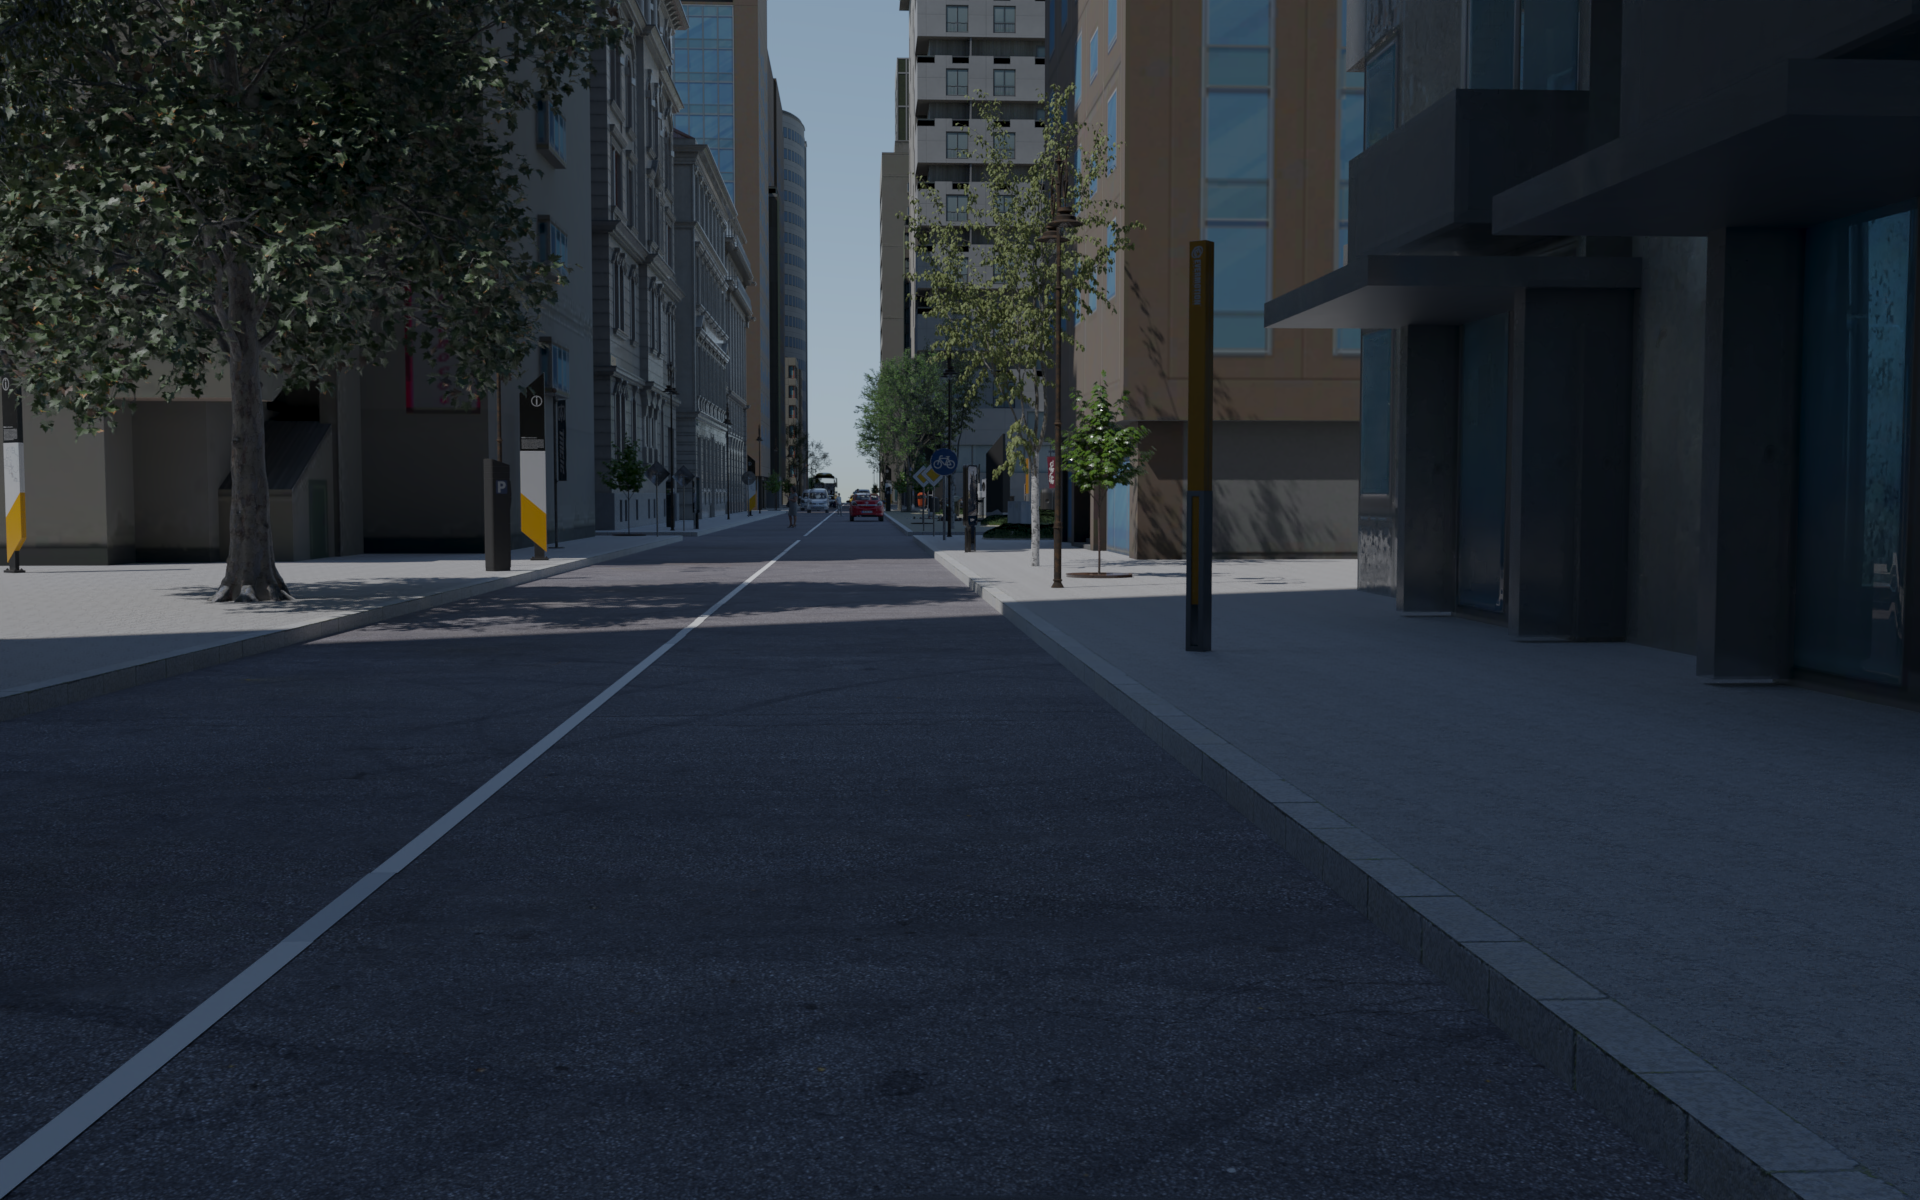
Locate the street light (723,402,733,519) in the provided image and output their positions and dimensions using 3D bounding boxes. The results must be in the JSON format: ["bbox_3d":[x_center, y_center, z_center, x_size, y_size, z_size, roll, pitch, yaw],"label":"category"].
[{"bbox_3d":[-11.691,-7.003,87.289,0.468,5.910,1.993,0,4,-3],"label":"street light"}]

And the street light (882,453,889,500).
[{"bbox_3d":[-6.645,-11.316,157.806,0.468,5.910,1.993,0,4,-3],"label":"street light"}]

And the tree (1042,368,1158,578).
[{"bbox_3d":[2.178,-1.957,26.597,1.663,3.219,1.824,0,3,0],"label":"tree"}]

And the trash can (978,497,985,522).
[{"bbox_3d":[0.805,-4.183,80.045,0.748,1.137,0.748,0,3,0],"label":"trash can"}]

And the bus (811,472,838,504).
[{"bbox_3d":[-15.655,-12.831,201.332,2.896,3.916,12.252,0,4,-2],"label":"bus"}]

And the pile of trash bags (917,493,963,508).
[{"bbox_3d":[-1.119,-6.304,112.820,3.447,1.369,1.912,1,4,11],"label":"pile of trash bags"}]

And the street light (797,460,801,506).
[{"bbox_3d":[-17.711,-13.328,190.695,0.468,5.910,1.993,0,4,-3],"label":"street light"}]

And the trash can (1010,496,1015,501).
[{"bbox_3d":[3.949,-7.576,135.525,0.748,1.137,0.748,0,3,0],"label":"trash can"}]

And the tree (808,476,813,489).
[{"bbox_3d":[-24.766,-18.904,292.794,4.285,4.588,4.351,0,3,0],"label":"tree"}]

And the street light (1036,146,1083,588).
[{"bbox_3d":[1.336,-3.103,23.524,0.468,5.910,1.993,0,4,-3],"label":"street light"}]

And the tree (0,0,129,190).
[{"bbox_3d":[-8.031,-3.770,11.999,4.360,8.622,3.978,0,3,0],"label":"tree"}]

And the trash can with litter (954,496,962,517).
[{"bbox_3d":[-0.308,-5.329,98.521,0.624,1.170,1.055,1,4,22],"label":"trash can with litter"}]

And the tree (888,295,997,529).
[{"bbox_3d":[-0.385,-6.966,64.263,4.360,8.622,3.978,0,3,0],"label":"tree"}]

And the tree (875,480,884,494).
[{"bbox_3d":[-7.473,-11.466,182.077,1.663,3.219,1.824,0,3,0],"label":"tree"}]

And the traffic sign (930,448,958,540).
[{"bbox_3d":[-0.438,-2.933,48.056,0.768,2.556,0.104,0,3,0],"label":"traffic sign"}]

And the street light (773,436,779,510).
[{"bbox_3d":[-14.593,-10.060,137.269,0.468,5.910,1.993,0,4,-3],"label":"street light"}]

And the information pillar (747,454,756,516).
[{"bbox_3d":[-12.224,-6.729,101.379,0.504,3.616,0.183,-1,4,-9],"label":"information pillar"}]

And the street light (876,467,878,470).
[{"bbox_3d":[-9.853,-14.596,211.424,0.468,5.910,1.993,0,4,-3],"label":"street light"}]

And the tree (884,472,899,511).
[{"bbox_3d":[-4.334,-8.352,131.158,1.663,3.219,1.824,0,3,0],"label":"tree"}]

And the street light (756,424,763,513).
[{"bbox_3d":[-13.229,-8.656,114.315,0.468,5.910,1.993,0,4,-3],"label":"street light"}]

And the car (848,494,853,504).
[{"bbox_3d":[-14.442,-14.002,239.157,2.015,1.641,3.980,0,4,-4],"label":"car"}]

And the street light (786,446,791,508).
[{"bbox_3d":[-16.188,-11.693,163.963,0.468,5.910,1.993,0,4,-3],"label":"street light"}]

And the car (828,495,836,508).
[{"bbox_3d":[-13.730,-10.221,179.685,1.945,1.354,3.894,0,4,-4],"label":"car"}]

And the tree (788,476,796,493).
[{"bbox_3d":[-16.684,-10.517,166.561,1.663,3.219,1.824,0,3,0],"label":"tree"}]

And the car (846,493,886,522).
[{"bbox_3d":[-4.972,-5.067,91.887,2.155,1.783,4.494,0,4,-4],"label":"car"}]

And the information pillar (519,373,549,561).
[{"bbox_3d":[-8.213,-2.570,33.382,0.504,3.616,0.183,-1,4,-10],"label":"information pillar"}]

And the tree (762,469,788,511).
[{"bbox_3d":[-14.500,-8.520,133.907,1.663,3.219,1.824,0,3,0],"label":"tree"}]

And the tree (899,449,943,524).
[{"bbox_3d":[-1.578,-4.869,74.209,1.663,3.219,1.824,0,3,0],"label":"tree"}]

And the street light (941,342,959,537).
[{"bbox_3d":[-0.318,-4.823,51.640,0.468,5.910,1.993,0,4,-3],"label":"street light"}]

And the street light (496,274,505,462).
[{"bbox_3d":[-8.203,-3.549,30.815,0.468,5.910,1.993,0,4,-3],"label":"street light"}]

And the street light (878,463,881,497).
[{"bbox_3d":[-8.230,-12.963,184.731,0.468,5.910,1.993,0,4,-3],"label":"street light"}]

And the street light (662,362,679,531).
[{"bbox_3d":[-10.087,-5.370,60.595,0.468,5.910,1.993,0,4,-3],"label":"street light"}]

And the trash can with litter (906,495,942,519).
[{"bbox_3d":[-1.717,-4.792,89.406,2.233,1.210,1.678,-1,4,-9],"label":"trash can with litter"}]

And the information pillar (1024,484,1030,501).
[{"bbox_3d":[4.860,-7.409,125.631,0.304,2.012,0.304,1,4,18],"label":"information pillar"}]

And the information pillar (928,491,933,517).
[{"bbox_3d":[-1.670,-5.688,97.494,0.304,2.012,0.304,0,4,-5],"label":"information pillar"}]

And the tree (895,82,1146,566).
[{"bbox_3d":[1.097,-4.902,30.511,4.737,8.622,4.395,0,3,0],"label":"tree"}]

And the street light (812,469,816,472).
[{"bbox_3d":[-21.080,-16.726,246.250,0.468,5.910,1.993,0,4,-3],"label":"street light"}]

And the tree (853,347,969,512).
[{"bbox_3d":[-3.441,-11.954,121.198,9.928,11.665,9.643,0,3,0],"label":"tree"}]

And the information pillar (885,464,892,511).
[{"bbox_3d":[-5.577,-8.761,134.593,0.504,3.616,0.183,-1,4,-10],"label":"information pillar"}]

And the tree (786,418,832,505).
[{"bbox_3d":[-19.825,-16.993,212.251,8.767,10.594,7.601,-1,4,-11],"label":"tree"}]

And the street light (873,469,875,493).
[{"bbox_3d":[-11.535,-16.401,240.938,0.468,5.910,1.993,0,4,-3],"label":"street light"}]

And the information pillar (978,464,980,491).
[{"bbox_3d":[1.465,-8.726,134.020,0.183,3.616,0.504,0,4,-8],"label":"information pillar"}]

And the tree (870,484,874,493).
[{"bbox_3d":[-14.018,-17.833,286.168,1.663,3.219,1.824,0,3,0],"label":"tree"}]

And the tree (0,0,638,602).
[{"bbox_3d":[-8.671,-6.345,20.747,9.611,12.733,9.660,0,3,0],"label":"tree"}]

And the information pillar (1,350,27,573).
[{"bbox_3d":[-15.336,-2.245,28.061,0.504,3.616,0.183,2,4,35],"label":"information pillar"}]

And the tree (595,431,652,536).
[{"bbox_3d":[-10.183,-3.585,53.217,1.663,3.219,1.824,0,3,0],"label":"tree"}]

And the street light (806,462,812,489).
[{"bbox_3d":[-19.397,-15.093,219.561,0.468,5.910,1.993,0,4,-3],"label":"street light"}]

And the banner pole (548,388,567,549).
[{"bbox_3d":[-9.403,-3.097,40.660,0.401,3.779,0.863,-3,4,-37],"label":"banner pole"}]
